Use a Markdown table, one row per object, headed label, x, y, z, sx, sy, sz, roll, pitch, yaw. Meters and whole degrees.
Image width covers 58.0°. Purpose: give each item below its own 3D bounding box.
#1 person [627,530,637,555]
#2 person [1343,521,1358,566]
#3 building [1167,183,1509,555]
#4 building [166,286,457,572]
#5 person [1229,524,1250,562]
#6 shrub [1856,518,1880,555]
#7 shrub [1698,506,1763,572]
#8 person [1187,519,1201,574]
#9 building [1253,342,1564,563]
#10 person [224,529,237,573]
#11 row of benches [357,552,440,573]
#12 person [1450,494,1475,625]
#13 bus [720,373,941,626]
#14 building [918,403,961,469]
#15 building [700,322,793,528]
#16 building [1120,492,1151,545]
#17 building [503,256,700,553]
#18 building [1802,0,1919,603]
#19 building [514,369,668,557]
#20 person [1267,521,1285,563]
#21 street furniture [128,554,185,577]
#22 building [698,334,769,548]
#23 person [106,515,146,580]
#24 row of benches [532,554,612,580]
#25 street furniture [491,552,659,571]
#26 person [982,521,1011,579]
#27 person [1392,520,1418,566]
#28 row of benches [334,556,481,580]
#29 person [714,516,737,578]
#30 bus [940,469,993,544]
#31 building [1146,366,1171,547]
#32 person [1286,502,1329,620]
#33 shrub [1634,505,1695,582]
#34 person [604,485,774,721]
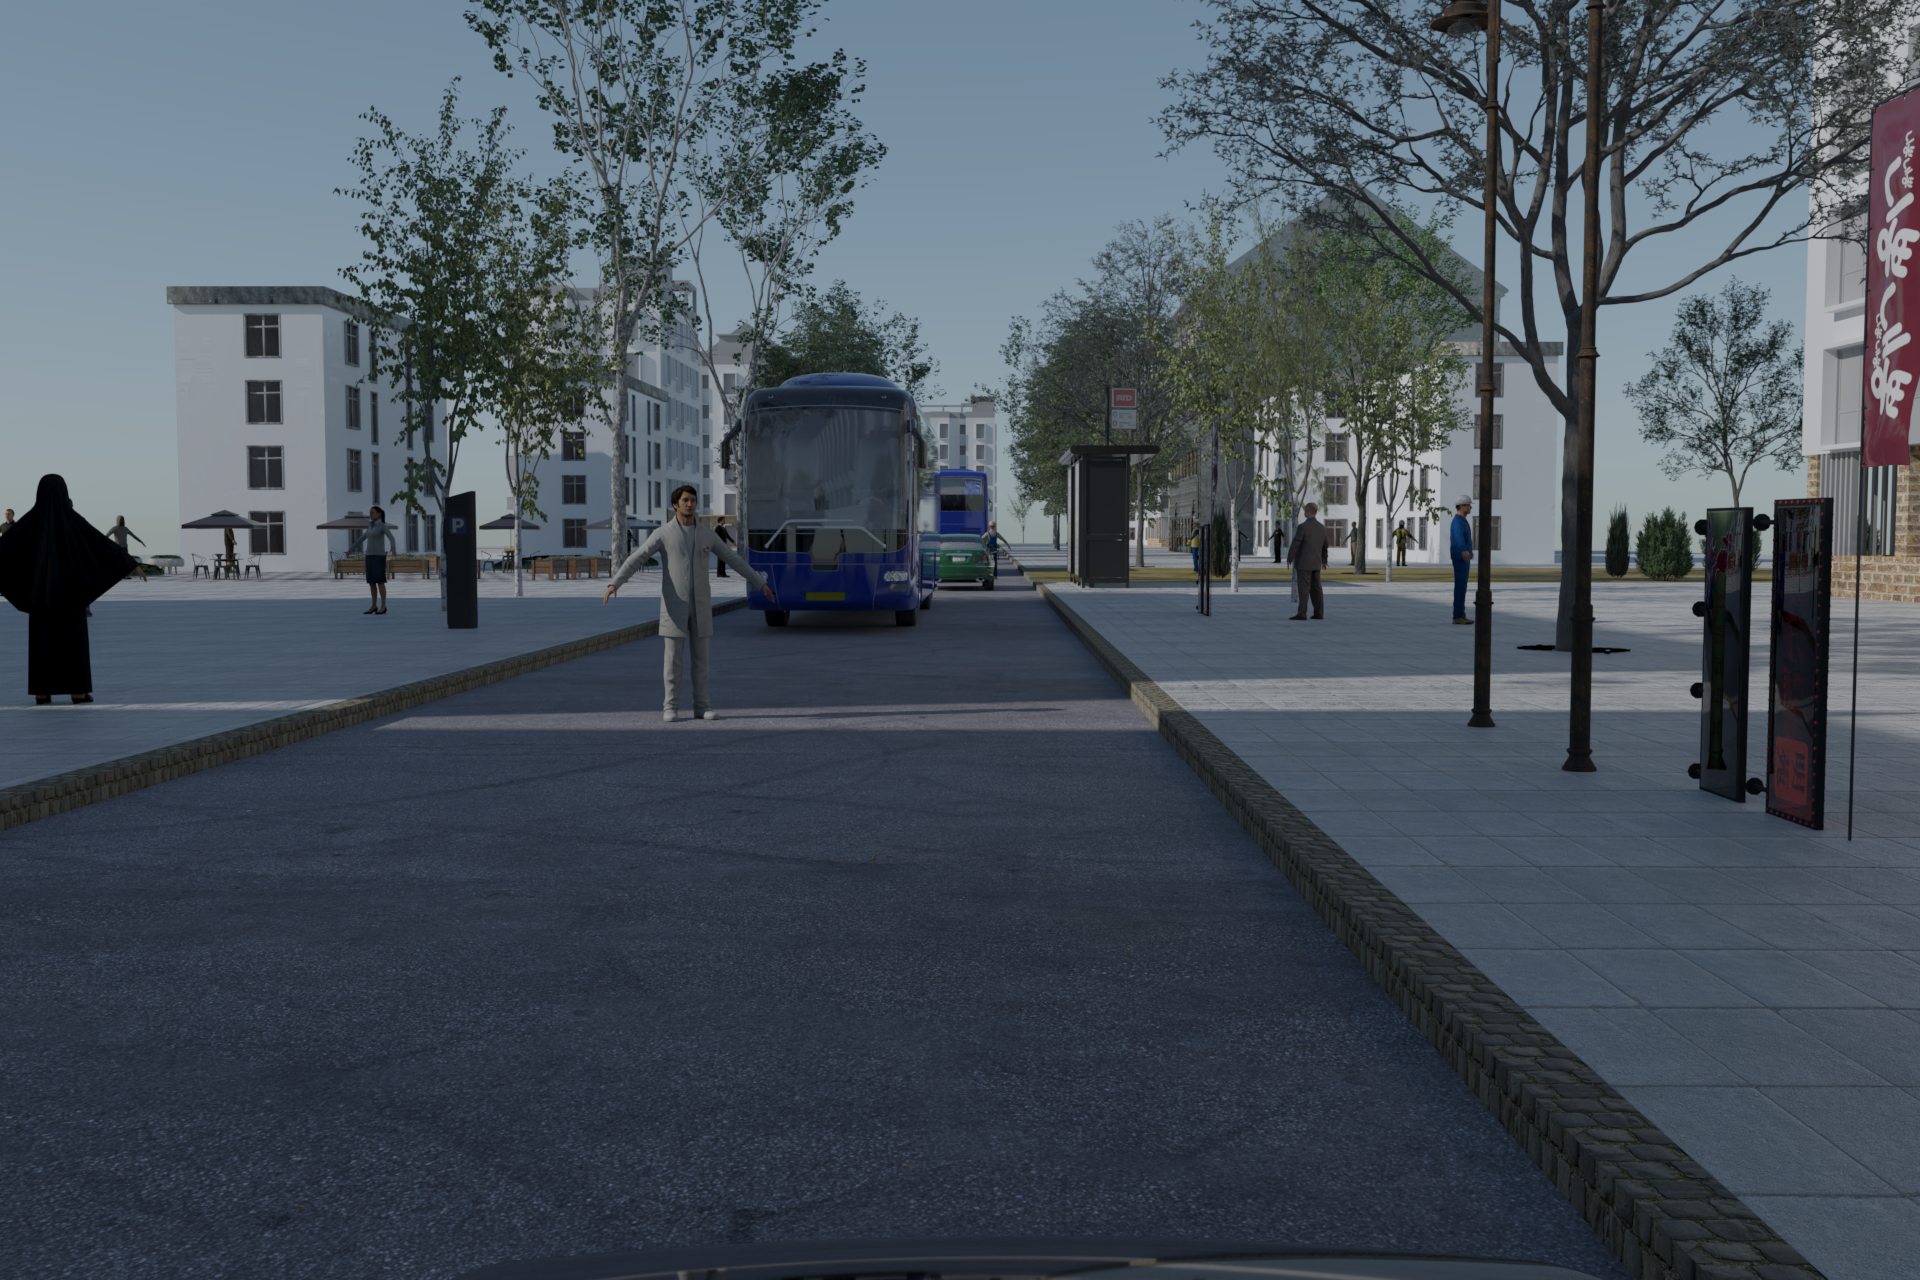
| label | x | y | z | sx | sy | sz | roll | pitch | yaw |
| --- | --- | --- | --- | --- | --- | --- | --- | --- | --- |
| person | -15.422 | -4.572 | 80.527 | 0.705 | 1.856 | 1.354 | 1 | 4 | 13 |
| person | 15.956 | -3.914 | 70.262 | 0.705 | 1.796 | 1.348 | -1 | 4 | -14 |
| building | 24.348 | -17.469 | 116.553 | 19.493 | 23.208 | 18.063 | 0 | 4 | 1 |
| building | -25.934 | -7.992 | 72.818 | 9.099 | 9.664 | 28.070 | 0 | 4 | 0 |
| person | 12.978 | -4.543 | 80.997 | 1.216 | 1.740 | 0.721 | 2 | 4 | 30 |
| shrub | 28.080 | -3.087 | 54.507 | 1.661 | 2.075 | 1.752 | 0 | 3 | 0 |
| shrub | 21.459 | -2.703 | 48.243 | 1.661 | 2.075 | 1.752 | 0 | 3 | 0 |
| person | 7.615 | -3.055 | 56.412 | 0.721 | 1.772 | 1.216 | 2 | 4 | 24 |
| building | 21.862 | -9.026 | 89.715 | 9.099 | 9.664 | 28.070 | 0 | 4 | 1 |
| person | -24.051 | -3.118 | 57.123 | 0.704 | 1.812 | 1.346 | -2 | 4 | -30 |
| row of benches | -18.688 | -2.586 | 57.748 | 4.104 | 0.672 | 1.422 | 2 | 4 | 30 |
| person | 7.180 | -1.150 | 24.688 | 0.705 | 1.842 | 1.347 | 1 | 4 | 19 |
| bus | -1.783 | -2.362 | 30.167 | 2.896 | 3.916 | 12.251 | 0 | 4 | 1 |
| building | -5.992 | -23.401 | 241.476 | 11.380 | 20.090 | 16.016 | 0 | 4 | -1 |
| building | -22.154 | -21.921 | 189.328 | 19.493 | 23.208 | 18.063 | 0 | 4 | 0 |
| building | 22.493 | -16.064 | 204.796 | 9.099 | 9.664 | 28.070 | 0 | 4 | 1 |
| building | -25.025 | -16.070 | 119.159 | 16.016 | 20.090 | 11.380 | 0 | 4 | 1 |
| building | 22.785 | -10.860 | 33.976 | 16.016 | 20.090 | 11.380 | 0 | 4 | 1 |
| building | -21.767 | -9.805 | 102.451 | 9.099 | 9.664 | 28.070 | 0 | 4 | 1 |
| person | 13.925 | -4.291 | 76.090 | 0.705 | 1.837 | 1.347 | -1 | 4 | -22 |
| street furniture | -29.100 | -2.290 | 53.073 | 10.072 | 0.657 | 5.734 | 0 | 4 | 2 |
| building | -24.322 | -18.857 | 164.728 | 16.016 | 20.090 | 11.380 | 0 | 3 | 0 |
| person | -23.598 | -2.608 | 48.763 | 0.705 | 1.813 | 1.348 | 2 | 4 | 32 |
| row of benches | -11.176 | -2.128 | 50.258 | 1.422 | 0.672 | 4.104 | 1 | 4 | 14 |
| street furniture | -14.565 | -3.063 | 65.705 | 5.734 | 0.657 | 10.072 | 0 | 4 | -2 |
| person | 1.001 | -2.842 | 54.775 | 1.347 | 1.847 | 0.705 | -1 | 4 | -17 |
| person | 17.545 | -3.854 | 68.781 | 1.354 | 1.858 | 0.705 | 3 | 5 | 44 |
| row of benches | -15.613 | -2.069 | 49.284 | 4.104 | 0.672 | 1.422 | 0 | 4 | -4 |
| person | -7.016 | -2.752 | 51.185 | 0.705 | 1.806 | 1.347 | 1 | 4 | 22 |
| bus | -0.211 | -4.453 | 64.355 | 2.896 | 3.916 | 12.251 | 0 | 4 | 1 |
| building | 24.699 | -19.851 | 180.982 | 16.016 | 20.090 | 11.380 | 0 | 4 | 1 |
| person | 5.184 | -1.183 | 25.939 | 0.990 | 1.755 | 0.434 | -3 | 4 | -38 |
| shrub | 19.118 | -2.625 | 46.965 | 1.661 | 2.075 | 1.752 | 0 | 3 | 0 |
| person | -2.099 | -0.288 | 13.350 | 1.347 | 1.806 | 0.705 | -2 | 4 | -26 |
